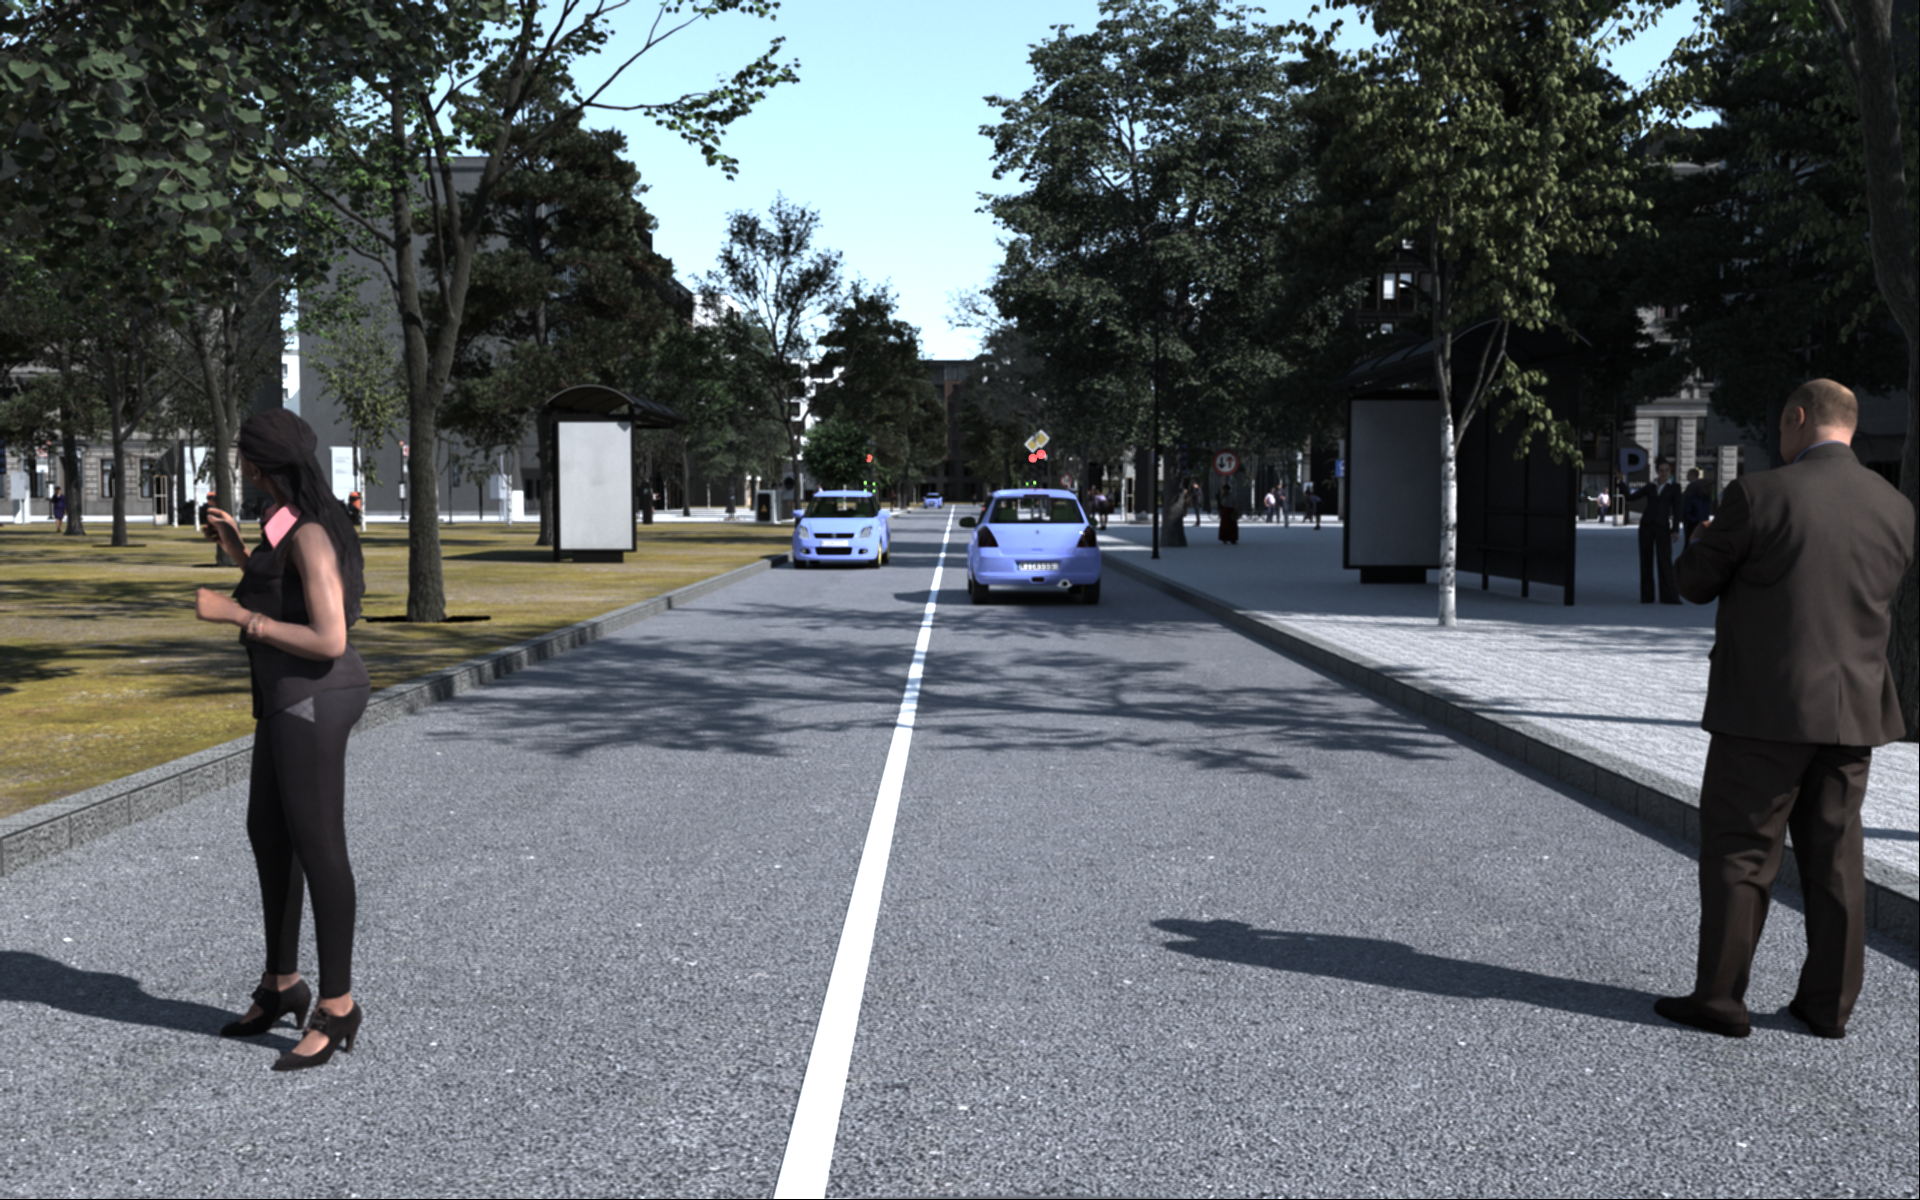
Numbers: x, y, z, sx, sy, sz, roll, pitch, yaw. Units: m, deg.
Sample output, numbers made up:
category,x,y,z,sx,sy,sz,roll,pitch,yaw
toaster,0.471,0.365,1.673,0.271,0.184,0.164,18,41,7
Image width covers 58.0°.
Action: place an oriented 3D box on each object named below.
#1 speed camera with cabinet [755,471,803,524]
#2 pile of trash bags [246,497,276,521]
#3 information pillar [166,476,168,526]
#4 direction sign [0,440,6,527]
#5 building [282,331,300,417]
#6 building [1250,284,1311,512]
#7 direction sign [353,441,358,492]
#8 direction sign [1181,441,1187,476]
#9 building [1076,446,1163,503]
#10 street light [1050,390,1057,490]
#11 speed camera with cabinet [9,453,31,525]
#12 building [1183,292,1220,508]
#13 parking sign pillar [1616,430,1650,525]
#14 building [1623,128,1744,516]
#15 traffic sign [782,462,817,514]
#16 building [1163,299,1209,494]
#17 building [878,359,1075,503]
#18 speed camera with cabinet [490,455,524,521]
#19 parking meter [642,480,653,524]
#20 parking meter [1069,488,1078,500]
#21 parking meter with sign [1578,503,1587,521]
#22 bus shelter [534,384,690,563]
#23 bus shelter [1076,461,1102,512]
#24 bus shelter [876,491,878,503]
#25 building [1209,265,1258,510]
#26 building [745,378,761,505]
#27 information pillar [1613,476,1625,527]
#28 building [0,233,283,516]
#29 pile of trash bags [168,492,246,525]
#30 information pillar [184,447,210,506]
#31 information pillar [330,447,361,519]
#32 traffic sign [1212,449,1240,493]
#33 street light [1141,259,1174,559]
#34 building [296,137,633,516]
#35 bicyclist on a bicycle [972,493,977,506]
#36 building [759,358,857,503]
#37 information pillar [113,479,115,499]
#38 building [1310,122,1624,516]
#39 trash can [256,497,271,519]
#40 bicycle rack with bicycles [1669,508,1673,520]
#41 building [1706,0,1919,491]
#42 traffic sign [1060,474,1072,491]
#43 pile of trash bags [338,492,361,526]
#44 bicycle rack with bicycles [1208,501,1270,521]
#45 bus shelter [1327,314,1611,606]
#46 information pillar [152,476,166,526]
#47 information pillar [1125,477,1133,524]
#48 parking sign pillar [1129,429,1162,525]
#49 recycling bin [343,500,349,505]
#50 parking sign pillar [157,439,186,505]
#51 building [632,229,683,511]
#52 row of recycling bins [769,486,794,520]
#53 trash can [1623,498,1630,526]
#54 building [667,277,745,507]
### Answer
category,x,y,z,sx,sy,sz,roll,pitch,yaw
speed camera with cabinet,-7.679,-4.833,73.358,2.038,3.252,0.660,2,4,26
pile of trash bags,-34.549,-4.519,83.643,3.447,1.369,1.912,-1,4,-15
information pillar,-32.340,-4.024,70.284,0.304,2.012,0.304,-1,4,-16
direction sign,-37.956,-4.665,68.275,0.876,3.537,0.379,1,4,17
building,-74.149,-21.474,207.521,11.380,20.091,16.016,0,3,0
building,28.268,-17.254,131.245,9.793,20.994,18.267,0,3,0
direction sign,-25.833,-5.018,74.048,0.379,3.537,0.876,-1,4,-9
direction sign,9.320,-5.030,74.243,0.876,3.537,0.379,2,4,32
building,33.490,-24.608,268.802,31.486,18.905,16.747,0,3,0
street light,3.970,-6.181,73.846,0.468,5.910,1.993,0,3,0
speed camera with cabinet,-39.864,-4.837,73.417,0.660,3.252,2.038,-2,4,-23
building,30.106,-18.870,164.945,16.016,20.091,11.380,0,3,0
parking sign pillar,28.424,-5.181,73.177,1.447,3.967,1.447,0,4,7
building,48.807,-16.943,105.899,19.941,23.489,11.050,0,3,0
traffic sign,-10.240,-7.133,110.496,2.265,3.308,0.079,0,4,6
building,36.958,-21.668,198.244,27.936,21.610,32.646,0,3,0
building,1.222,-26.305,274.054,32.646,21.610,27.936,0,3,0
speed camera with cabinet,-21.743,-5.427,83.059,0.660,3.252,2.038,1,4,18
parking meter,-13.212,-4.133,73.290,0.399,1.863,0.255,1,4,16
parking meter,4.741,-3.927,72.618,0.372,1.533,0.369,0,3,0
parking meter with sign,29.423,-5.353,83.787,1.738,3.016,0.543,2,4,25
bus shelter,-6.818,-2.490,34.631,2.014,3.302,5.546,0,4,0
bus shelter,9.241,-8.176,124.959,1.731,3.624,6.357,0,3,0
bus shelter,-8.244,-10.644,151.667,2.179,5.291,8.768,0,4,0
building,27.735,-18.023,149.435,10.420,20.320,16.860,0,3,0
building,-29.899,-21.406,206.402,11.380,20.091,16.016,0,3,0
information pillar,26.081,-3.920,68.590,0.304,2.012,0.304,-1,4,-12
building,-52.121,-14.745,105.710,19.286,19.102,10.561,0,3,0
pile of trash bags,-32.073,-3.861,72.877,1.912,1.369,3.447,1,4,12
information pillar,-38.405,-5.831,86.658,0.184,3.620,1.656,3,5,43
information pillar,-30.745,-5.835,86.718,0.184,3.620,1.656,3,4,37
traffic sign,7.471,-2.975,48.744,0.768,2.556,0.104,1,4,9
street light,3.883,-3.756,34.205,0.468,5.910,1.993,0,3,0
building,-31.456,-18.124,115.400,14.314,24.678,30.058,0,3,0
bicyclist on a bicycle,1.724,-12.061,207.210,1.499,1.676,1.625,0,4,-2
building,-32.055,-26.276,273.590,32.646,21.610,27.936,0,3,0
information pillar,-41.889,-4.990,86.076,0.304,2.012,0.304,-1,4,-17
building,30.917,-16.967,107.096,15.834,23.373,12.332,0,3,0
trash can,-35.353,-4.667,87.953,0.748,1.137,0.748,0,3,0
bicycle rack with bicycles,35.291,-4.407,85.429,2.925,0.926,2.852,-1,4,-22
building,30.710,-13.526,40.210,14.314,24.678,30.058,0,3,0
traffic sign,6.868,-6.842,111.977,0.768,2.556,0.104,0,4,6
pile of trash bags,-25.201,-3.709,70.389,1.912,1.369,3.447,0,4,5
bicycle rack with bicycles,13.751,-4.310,83.846,2.925,0.926,2.852,2,4,25
bus shelter,6.294,-1.734,22.269,2.014,3.302,5.546,0,3,0
information pillar,-31.963,-3.946,69.002,0.304,2.012,0.304,-3,4,-39
information pillar,7.360,-4.335,75.366,0.304,2.012,0.304,-1,4,-8
parking sign pillar,7.815,-5.153,72.731,1.447,3.967,1.447,-1,4,-19
recycling bin,-26.629,-3.816,74.953,0.722,1.027,0.722,-3,5,-40
parking sign pillar,-38.162,-5.832,83.824,1.447,3.967,1.447,1,4,22
building,-29.919,-18.970,139.837,12.332,23.373,15.834,0,3,0
row of recycling bins,-8.977,-4.863,86.616,1.069,1.692,3.534,0,4,2
trash can,26.845,-3.587,70.301,0.748,1.137,0.748,0,3,0
building,-37.575,-20.183,173.964,27.936,21.610,32.646,0,3,0
